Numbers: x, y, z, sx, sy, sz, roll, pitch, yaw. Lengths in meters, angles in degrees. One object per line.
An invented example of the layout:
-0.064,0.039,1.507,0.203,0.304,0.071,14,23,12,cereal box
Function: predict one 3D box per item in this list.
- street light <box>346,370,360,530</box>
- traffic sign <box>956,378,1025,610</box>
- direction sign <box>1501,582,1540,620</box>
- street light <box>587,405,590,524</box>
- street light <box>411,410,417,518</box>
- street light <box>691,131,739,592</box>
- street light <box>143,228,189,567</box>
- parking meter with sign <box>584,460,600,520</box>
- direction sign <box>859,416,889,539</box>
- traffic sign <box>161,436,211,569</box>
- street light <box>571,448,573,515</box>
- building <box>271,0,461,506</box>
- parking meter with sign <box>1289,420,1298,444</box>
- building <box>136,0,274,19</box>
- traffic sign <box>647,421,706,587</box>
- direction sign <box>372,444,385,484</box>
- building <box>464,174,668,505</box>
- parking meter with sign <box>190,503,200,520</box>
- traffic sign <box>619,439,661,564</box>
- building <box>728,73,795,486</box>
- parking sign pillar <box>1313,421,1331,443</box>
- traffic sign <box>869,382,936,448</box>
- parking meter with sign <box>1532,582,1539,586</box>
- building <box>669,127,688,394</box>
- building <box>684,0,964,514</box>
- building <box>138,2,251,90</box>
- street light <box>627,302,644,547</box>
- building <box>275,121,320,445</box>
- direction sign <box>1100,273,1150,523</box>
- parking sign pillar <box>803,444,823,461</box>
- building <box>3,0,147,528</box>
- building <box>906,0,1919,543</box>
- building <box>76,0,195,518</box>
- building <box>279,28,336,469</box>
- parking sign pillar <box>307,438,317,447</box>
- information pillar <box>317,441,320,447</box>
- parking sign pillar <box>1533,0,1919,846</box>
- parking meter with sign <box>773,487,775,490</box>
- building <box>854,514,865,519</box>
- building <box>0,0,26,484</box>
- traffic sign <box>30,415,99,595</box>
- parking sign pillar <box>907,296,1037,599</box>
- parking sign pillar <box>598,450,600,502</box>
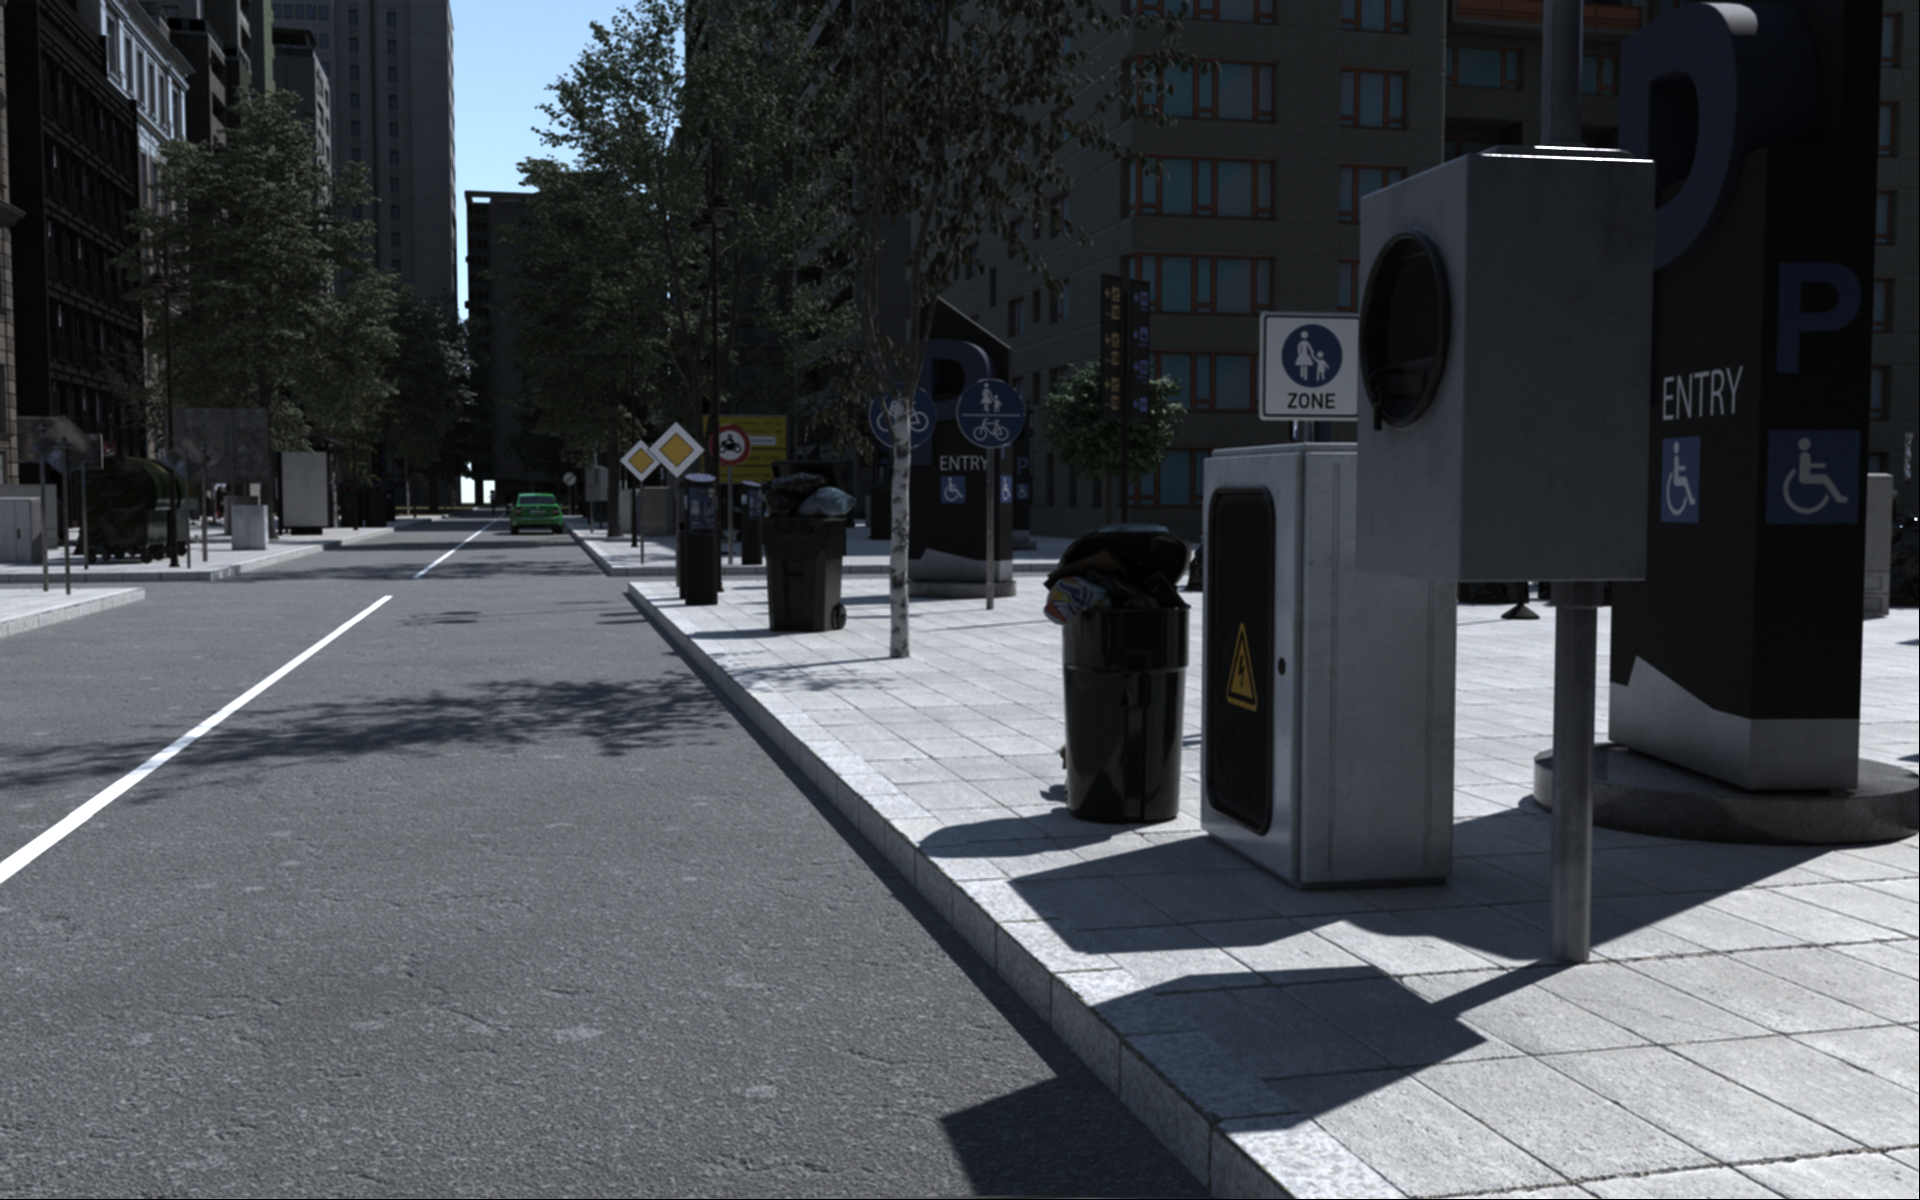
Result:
-21.567,-5.435,61.642,0.468,5.910,1.993,-1,4,-14,street light
0.334,-1.167,19.190,0.768,2.556,0.104,0,4,-8,traffic sign
5.784,-1.576,17.769,0.379,3.537,0.876,2,4,26,direction sign
-15.659,-6.130,73.014,0.468,5.910,1.993,-1,4,-14,street light
-29.420,-7.371,93.303,0.468,5.910,1.993,-1,4,-14,street light
-3.184,-3.044,22.551,0.468,5.910,1.993,-1,4,-14,street light
-13.845,-3.521,30.349,0.468,5.910,1.993,-1,4,-14,street light
-18.382,-5.534,86.746,0.543,3.016,1.738,0,4,-1,parking meter with sign
-2.481,-3.549,50.018,0.876,3.537,0.379,1,4,17,direction sign
-13.287,-1.599,29.788,0.795,2.450,0.064,-1,4,-14,traffic sign
-23.391,-8.042,104.279,0.468,5.910,1.993,-1,4,-14,street light
-72.698,-40.223,199.637,28.212,58.520,21.231,-1,4,-14,building
6.520,-2.567,38.227,1.738,3.016,0.543,1,4,22,parking meter with sign
-54.988,-26.588,118.307,14.154,41.232,14.086,-1,4,-14,building
-3.898,-1.236,23.851,0.795,2.450,0.064,-1,4,-14,traffic sign
-26.454,-5.309,78.805,0.379,3.537,0.876,1,4,17,direction sign
-47.857,-31.801,211.820,23.993,40.220,32.217,-1,4,-14,building
-37.885,-5.375,84.145,0.543,3.016,1.738,3,4,37,parking meter with sign
-5.811,-1.710,31.605,0.795,2.450,0.064,-1,4,-14,traffic sign
-9.681,-21.530,123.713,14.160,30.474,14.107,-1,4,-14,building
8.867,-3.342,43.122,1.447,3.967,1.447,0,4,2,parking sign pillar
-0.655,-1.202,19.751,0.768,2.556,0.104,0,4,-5,traffic sign
8.235,-1.679,23.712,0.543,3.016,1.738,0,4,4,parking meter with sign
-27.282,-34.121,207.983,14.200,45.320,14.600,-1,4,-14,building
-10.662,-31.656,141.273,21.300,48.544,21.600,-1,4,-14,building
-51.214,-20.383,104.966,14.160,30.474,14.107,-1,4,-14,building
-7.883,-4.219,41.768,0.468,5.910,1.993,-1,4,-14,street light
-57.593,-22.088,132.844,14.160,30.474,14.107,-1,4,-14,building
1.734,-1.603,18.204,0.379,3.537,0.876,3,5,39,direction sign
-8.011,-6.481,94.431,1.447,3.967,1.447,3,5,44,parking sign pillar
-40.290,-14.544,67.464,12.332,23.373,15.834,-1,4,-14,building
15.127,-13.206,60.952,28.899,21.520,27.650,-1,4,-14,building
-46.060,-18.258,84.424,13.634,28.700,20.117,-1,4,-14,building
-63.442,-28.773,154.040,14.086,41.232,14.154,-1,4,-14,building
-26.411,-5.041,70.889,1.447,3.967,1.447,0,4,-4,parking sign pillar
-28.364,-5.215,76.627,0.183,3.616,0.504,-2,4,-25,information pillar
3.085,-1.127,6.906,1.447,3.967,1.447,0,4,-2,parking sign pillar
-11.117,-6.686,105.571,1.738,3.016,0.543,-2,4,-26,parking meter with sign
2.574,-29.088,99.283,21.300,48.544,21.600,-1,4,-14,building
-35.752,-15.298,47.388,12.463,27.353,25.104,-1,4,-14,building
-11.373,-1.125,22.034,0.795,2.450,0.064,-1,4,-14,traffic sign
-0.006,-2.040,21.829,1.447,3.967,1.447,2,4,26,parking sign pillar
-21.742,-7.095,104.475,1.447,3.967,1.447,-1,4,-21,parking sign pillar
